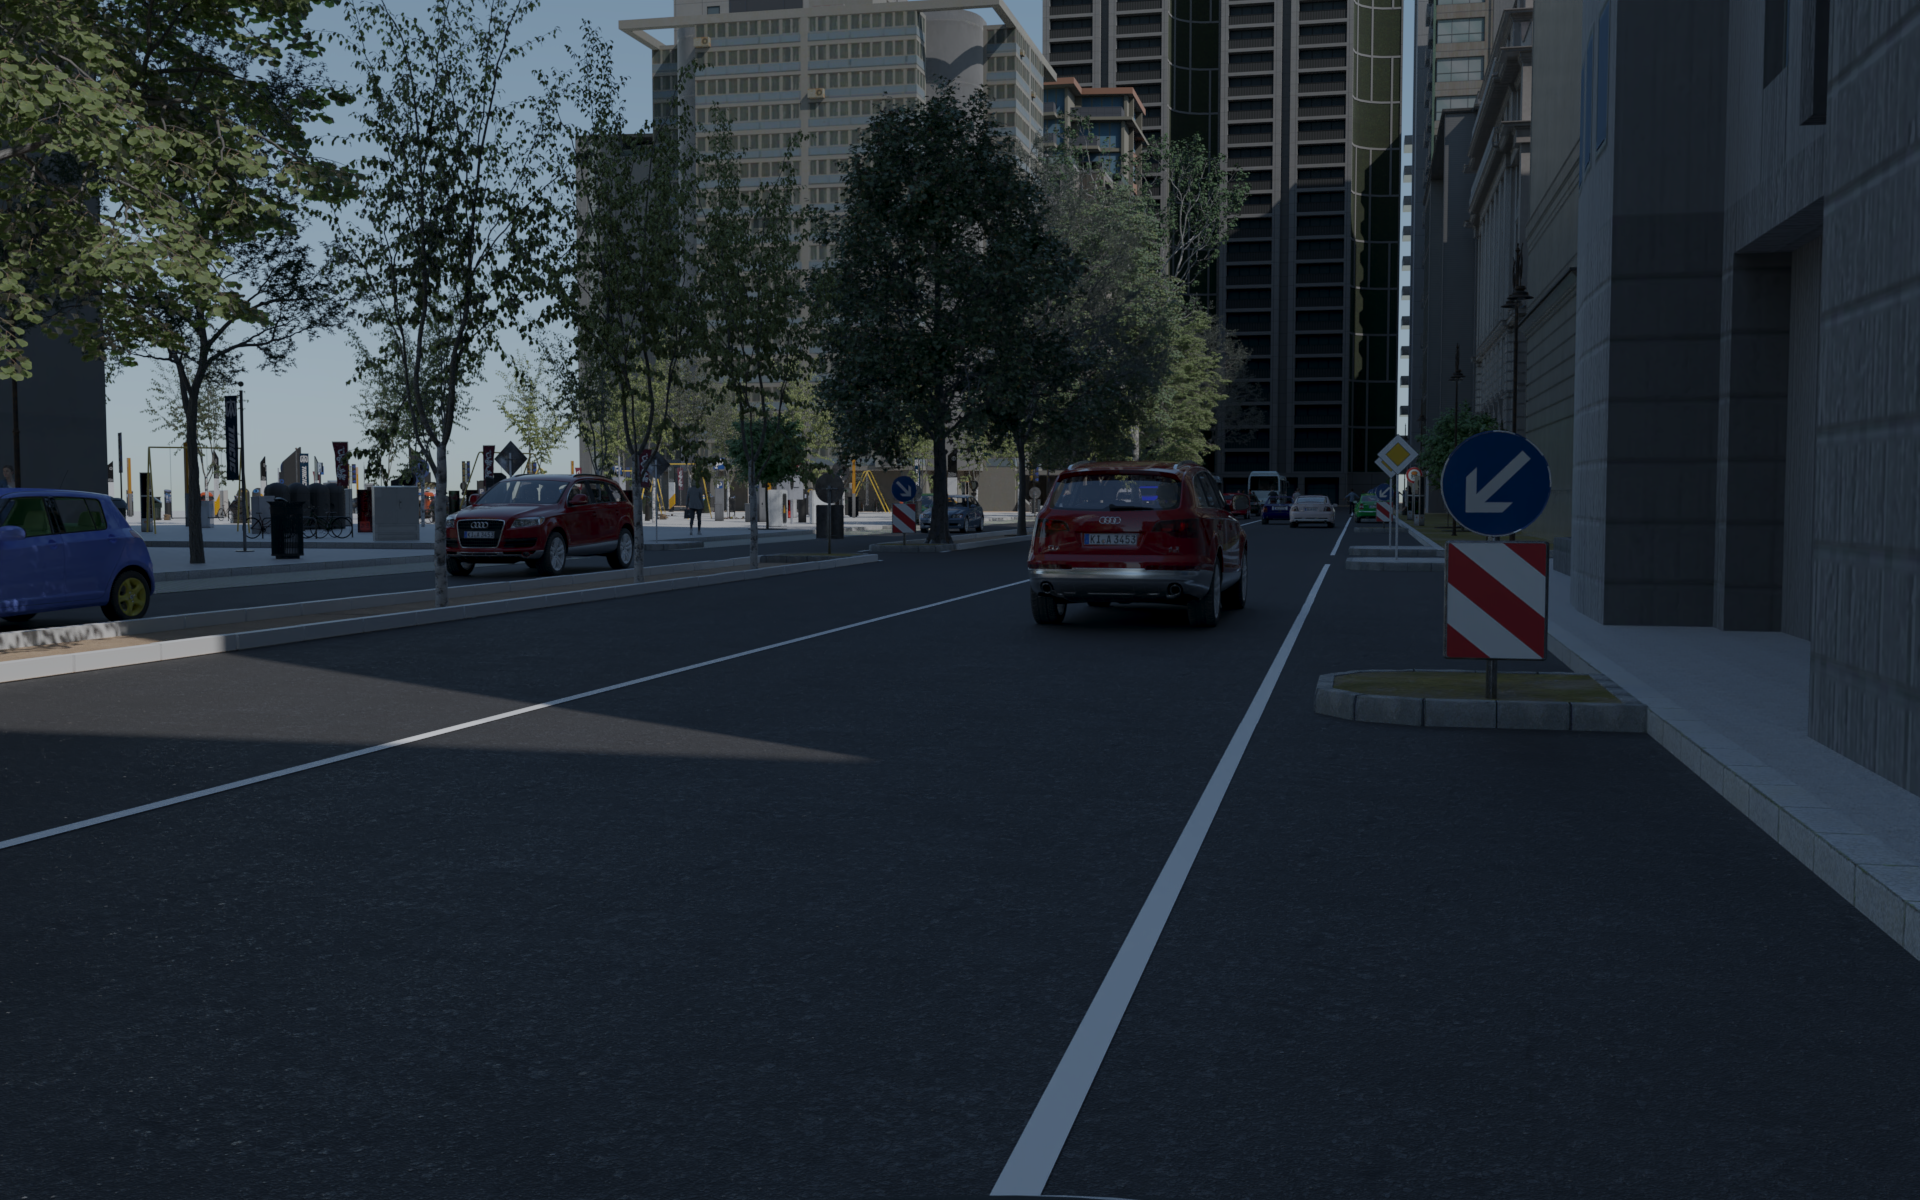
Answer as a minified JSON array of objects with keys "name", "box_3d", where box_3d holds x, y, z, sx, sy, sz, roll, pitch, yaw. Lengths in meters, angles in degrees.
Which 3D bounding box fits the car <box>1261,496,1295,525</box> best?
[{"name":"car","box_3d":[15.320,-4.287,82.672,1.945,1.354,3.894,1,4,12]}]

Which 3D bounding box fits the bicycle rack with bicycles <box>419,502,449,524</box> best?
[{"name":"bicycle rack with bicycles","box_3d":[-23.254,-3.774,75.080,2.925,0.926,2.852,-1,4,-11]}]

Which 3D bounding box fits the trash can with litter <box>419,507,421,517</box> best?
[{"name":"trash can with litter","box_3d":[-29.520,-5.083,94.492,1.055,1.170,0.624,-3,5,-43]}]

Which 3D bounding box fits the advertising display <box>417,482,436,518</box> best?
[{"name":"advertising display","box_3d":[-28.014,-5.247,91.010,0.974,1.923,0.123,-1,4,-21]}]

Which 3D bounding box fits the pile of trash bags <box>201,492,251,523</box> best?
[{"name":"pile of trash bags","box_3d":[-31.674,-4.053,76.022,3.447,1.369,1.912,0,3,0]}]

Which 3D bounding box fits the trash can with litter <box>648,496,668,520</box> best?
[{"name":"trash can with litter","box_3d":[-15.136,-4.618,86.884,1.055,1.170,0.624,1,4,15]}]

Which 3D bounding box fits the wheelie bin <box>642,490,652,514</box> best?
[{"name":"wheelie bin","box_3d":[-19.918,-6.262,110.294,0.693,1.594,0.980,1,4,10]}]

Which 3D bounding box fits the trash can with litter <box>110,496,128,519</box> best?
[{"name":"trash can with litter","box_3d":[-25.903,-2.572,53.446,0.624,1.170,1.055,-3,4,-37]}]

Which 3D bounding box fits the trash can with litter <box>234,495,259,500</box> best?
[{"name":"trash can with litter","box_3d":[-35.622,-4.639,86.910,1.678,1.210,2.233,3,5,42]}]

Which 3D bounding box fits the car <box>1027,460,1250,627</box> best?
[{"name":"car","box_3d":[2.196,-0.716,20.374,2.281,1.827,5.304,1,4,15]}]

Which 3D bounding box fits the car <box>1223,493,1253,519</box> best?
[{"name":"car","box_3d":[15.736,-5.537,99.576,2.155,1.783,4.494,1,4,12]}]

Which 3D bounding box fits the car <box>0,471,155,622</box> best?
[{"name":"car","box_3d":[-10.283,-0.522,18.130,1.945,1.707,3.694,1,4,14]}]

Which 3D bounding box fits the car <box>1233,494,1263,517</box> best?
[{"name":"car","box_3d":[18.548,-6.249,111.965,2.009,1.686,4.222,1,4,12]}]

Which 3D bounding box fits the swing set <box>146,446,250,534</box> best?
[{"name":"swing set","box_3d":[-25.214,-3.663,57.516,3.119,2.851,2.862,-2,4,-30]}]

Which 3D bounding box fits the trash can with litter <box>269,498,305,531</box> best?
[{"name":"trash can with litter","box_3d":[-21.826,-2.742,56.215,0.624,1.170,1.055,2,4,24]}]

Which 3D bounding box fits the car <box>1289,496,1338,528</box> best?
[{"name":"car","box_3d":[15.246,-3.823,74.863,2.083,1.381,4.827,1,4,13]}]

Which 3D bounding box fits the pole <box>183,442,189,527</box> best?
[{"name":"pole","box_3d":[-30.438,-4.547,68.185,0.158,3.312,0.155,0,3,0]}]

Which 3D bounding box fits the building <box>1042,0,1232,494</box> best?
[{"name":"building","box_3d":[21.643,-47.367,212.700,20.611,71.187,20.563,1,4,13]}]

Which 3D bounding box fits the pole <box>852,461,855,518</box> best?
[{"name":"pole","box_3d":[-5.698,-6.056,92.860,0.158,3.312,0.155,0,3,0]}]

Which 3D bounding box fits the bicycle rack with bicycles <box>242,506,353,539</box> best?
[{"name":"bicycle rack with bicycles","box_3d":[-18.896,-2.260,50.337,2.925,0.926,2.852,1,4,15]}]

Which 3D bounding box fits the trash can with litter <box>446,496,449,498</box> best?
[{"name":"trash can with litter","box_3d":[-37.320,-7.137,128.081,0.624,1.170,1.055,0,4,7]}]

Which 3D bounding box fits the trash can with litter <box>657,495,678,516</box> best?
[{"name":"trash can with litter","box_3d":[-17.174,-5.482,100.686,1.678,1.210,2.233,3,4,37]}]

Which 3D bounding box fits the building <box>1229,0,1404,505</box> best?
[{"name":"building","box_3d":[42.029,-47.004,206.773,20.611,71.187,20.563,1,4,13]}]

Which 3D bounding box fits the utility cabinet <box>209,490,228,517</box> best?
[{"name":"utility cabinet","box_3d":[-40.546,-5.260,94.686,1.173,1.500,0.318,2,4,28]}]

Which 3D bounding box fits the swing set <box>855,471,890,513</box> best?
[{"name":"swing set","box_3d":[-6.221,-7.259,116.310,2.862,2.851,3.119,0,4,-8]}]

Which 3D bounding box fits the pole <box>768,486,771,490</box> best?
[{"name":"pole","box_3d":[-8.568,-5.137,77.830,0.158,3.312,0.155,0,3,0]}]

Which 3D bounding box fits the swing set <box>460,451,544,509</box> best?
[{"name":"swing set","box_3d":[-16.941,-4.094,64.560,2.862,2.851,3.119,2,4,27]}]

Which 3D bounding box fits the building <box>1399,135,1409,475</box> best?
[{"name":"building","box_3d":[67.621,-35.726,203.735,30.456,49.044,23.786,1,4,13]}]

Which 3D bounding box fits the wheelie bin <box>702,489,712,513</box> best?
[{"name":"wheelie bin","box_3d":[-16.870,-6.554,115.070,0.693,1.594,0.980,0,4,-3]}]

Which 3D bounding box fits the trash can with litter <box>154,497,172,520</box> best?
[{"name":"trash can with litter","box_3d":[-39.010,-4.477,84.590,1.055,1.170,0.624,-1,4,-11]}]

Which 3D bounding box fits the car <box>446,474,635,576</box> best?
[{"name":"car","box_3d":[-7.692,-1.430,32.054,2.281,1.827,5.304,1,4,11]}]

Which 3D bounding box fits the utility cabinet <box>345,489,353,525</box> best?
[{"name":"utility cabinet","box_3d":[-25.175,-3.817,71.091,0.318,1.500,1.173,-2,4,-26]}]

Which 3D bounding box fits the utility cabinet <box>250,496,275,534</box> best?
[{"name":"utility cabinet","box_3d":[-22.633,-2.756,56.228,0.306,1.237,1.020,0,4,6]}]

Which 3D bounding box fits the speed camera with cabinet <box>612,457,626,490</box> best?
[{"name":"speed camera with cabinet","box_3d":[-18.669,-5.940,91.459,2.038,3.252,0.660,2,4,24]}]

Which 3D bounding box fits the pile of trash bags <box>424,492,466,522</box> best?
[{"name":"pile of trash bags","box_3d":[-23.569,-4.268,79.531,3.447,1.369,1.912,3,4,37]}]

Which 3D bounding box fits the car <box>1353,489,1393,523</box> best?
[{"name":"car","box_3d":[20.690,-4.765,86.696,1.959,1.807,4.718,1,4,11]}]

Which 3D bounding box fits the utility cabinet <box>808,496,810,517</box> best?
[{"name":"utility cabinet","box_3d":[-8.403,-5.301,97.836,0.306,1.237,1.020,0,4,-1]}]

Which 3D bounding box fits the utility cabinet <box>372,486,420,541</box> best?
[{"name":"utility cabinet","box_3d":[-15.282,-2.339,46.922,1.173,1.500,0.318,-2,4,-31]}]

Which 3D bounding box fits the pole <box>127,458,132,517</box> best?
[{"name":"pole","box_3d":[-46.725,-6.336,97.438,0.158,3.312,0.155,0,3,0]}]

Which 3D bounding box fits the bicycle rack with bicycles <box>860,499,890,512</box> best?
[{"name":"bicycle rack with bicycles","box_3d":[-6.145,-6.539,120.299,2.852,0.926,2.925,0,4,-4]}]

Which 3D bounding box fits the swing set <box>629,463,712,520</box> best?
[{"name":"swing set","box_3d":[-14.759,-5.585,88.932,3.119,2.851,2.862,1,4,17]}]

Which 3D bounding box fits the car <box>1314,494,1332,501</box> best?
[{"name":"car","box_3d":[33.194,-9.155,159.463,2.009,1.686,4.222,1,4,12]}]

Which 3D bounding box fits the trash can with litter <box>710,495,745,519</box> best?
[{"name":"trash can with litter","box_3d":[-11.468,-4.792,89.403,1.678,1.210,2.233,2,4,24]}]

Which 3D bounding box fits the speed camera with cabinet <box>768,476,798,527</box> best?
[{"name":"speed camera with cabinet","box_3d":[-7.105,-4.553,68.785,0.660,3.252,2.038,1,4,9]}]

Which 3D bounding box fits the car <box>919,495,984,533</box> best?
[{"name":"car","box_3d":[-0.260,-3.260,65.305,2.014,1.417,4.499,1,4,13]}]

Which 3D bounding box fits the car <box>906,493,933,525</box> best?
[{"name":"car","box_3d":[-1.281,-3.997,74.146,1.959,1.807,4.718,1,4,15]}]

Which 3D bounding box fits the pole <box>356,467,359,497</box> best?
[{"name":"pole","box_3d":[-45.716,-8.413,131.400,0.158,3.312,0.155,0,3,0]}]

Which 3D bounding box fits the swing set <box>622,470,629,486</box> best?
[{"name":"swing set","box_3d":[-21.641,-7.191,115.188,3.119,2.851,2.862,-3,4,-37]}]

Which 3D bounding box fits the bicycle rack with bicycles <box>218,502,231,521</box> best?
[{"name":"bicycle rack with bicycles","box_3d":[-35.738,-4.239,82.692,2.852,0.926,2.925,0,4,-3]}]

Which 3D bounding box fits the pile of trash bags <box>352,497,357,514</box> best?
[{"name":"pile of trash bags","box_3d":[-39.135,-6.387,114.177,1.912,1.369,3.447,-2,4,-26]}]

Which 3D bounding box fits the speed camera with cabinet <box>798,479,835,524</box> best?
[{"name":"speed camera with cabinet","box_3d":[-6.402,-4.862,73.822,2.038,3.252,0.660,-1,4,-18]}]

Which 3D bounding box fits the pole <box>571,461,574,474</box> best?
[{"name":"pole","box_3d":[-23.717,-6.861,106.027,0.158,3.312,0.155,0,3,0]}]
